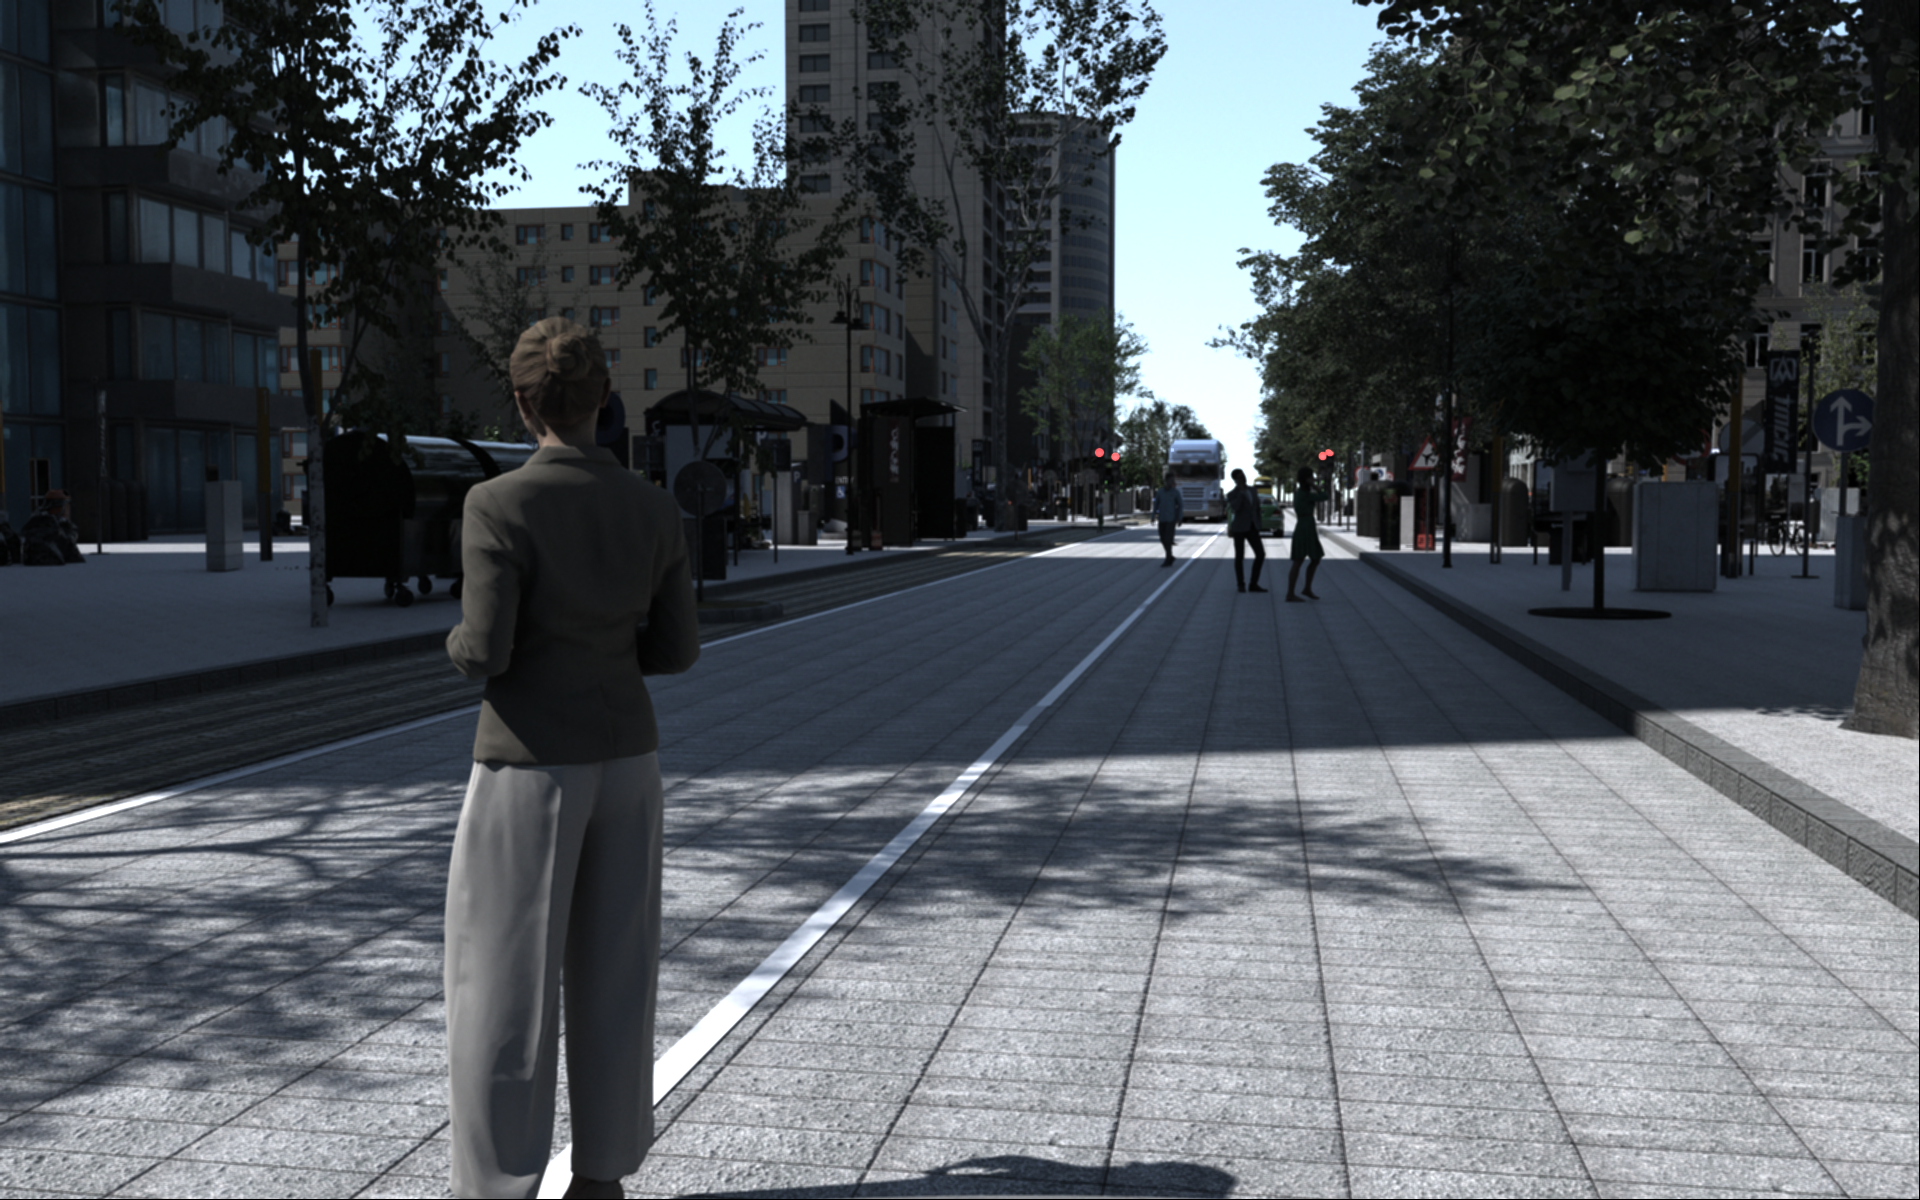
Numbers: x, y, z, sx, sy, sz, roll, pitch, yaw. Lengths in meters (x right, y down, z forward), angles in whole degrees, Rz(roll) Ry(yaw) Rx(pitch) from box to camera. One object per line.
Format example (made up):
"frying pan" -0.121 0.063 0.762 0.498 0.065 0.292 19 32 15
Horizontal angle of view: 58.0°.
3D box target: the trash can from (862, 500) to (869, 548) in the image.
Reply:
"trash can" -2.197 -1.802 41.116 0.748 1.137 0.748 0 3 0

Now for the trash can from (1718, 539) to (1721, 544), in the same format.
"trash can" 19.564 -1.985 44.110 0.748 1.137 0.748 0 3 0

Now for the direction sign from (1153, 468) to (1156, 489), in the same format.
"direction sign" 17.241 -9.876 153.467 0.379 3.537 0.876 0 4 -7

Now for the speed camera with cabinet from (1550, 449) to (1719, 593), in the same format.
"speed camera with cabinet" 8.915 -1.749 22.931 2.038 3.252 0.660 1 4 14

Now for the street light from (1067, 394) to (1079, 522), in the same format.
"street light" 5.237 -6.559 80.030 0.468 5.910 1.993 1 4 10

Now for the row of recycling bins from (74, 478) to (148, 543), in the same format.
"row of recycling bins" -22.792 -2.418 46.653 1.069 1.692 3.534 0 4 -6

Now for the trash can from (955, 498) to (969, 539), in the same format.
"trash can" -0.113 -2.327 49.692 0.748 1.137 0.748 0 3 0

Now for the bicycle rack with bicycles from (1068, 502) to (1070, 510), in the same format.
"bicycle rack with bicycles" 9.806 -7.532 136.535 2.852 0.926 2.925 0 4 -8

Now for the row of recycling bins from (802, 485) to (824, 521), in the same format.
"row of recycling bins" -7.656 -4.635 82.890 3.534 1.692 1.069 3 5 44

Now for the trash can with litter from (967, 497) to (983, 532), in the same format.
"trash can with litter" 0.384 -2.952 59.654 0.624 1.170 1.055 1 4 15

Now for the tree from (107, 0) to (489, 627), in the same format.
"tree" -5.960 -4.046 16.518 4.737 8.622 4.395 0 3 0

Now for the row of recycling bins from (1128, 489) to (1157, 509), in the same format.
"row of recycling bins" 15.306 -8.454 145.338 1.069 1.692 3.534 3 5 43

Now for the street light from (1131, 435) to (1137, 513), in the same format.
"street light" 11.834 -8.923 118.684 0.468 5.910 1.993 1 4 10

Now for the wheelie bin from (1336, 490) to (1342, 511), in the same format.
"wheelie bin" 27.924 -7.368 128.373 0.693 1.594 0.980 3 4 36

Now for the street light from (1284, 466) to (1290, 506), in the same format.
"street light" 35.774 -13.165 188.040 0.468 5.910 1.993 1 4 10

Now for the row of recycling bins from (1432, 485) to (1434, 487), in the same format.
"row of recycling bins" 17.586 -3.660 66.961 3.534 1.692 1.069 0 4 1

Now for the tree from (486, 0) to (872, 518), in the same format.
"tree" -3.809 -4.658 26.525 4.737 8.622 4.395 0 3 0

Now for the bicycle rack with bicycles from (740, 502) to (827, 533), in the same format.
"bicycle rack with bicycles" -5.446 -2.658 56.847 2.925 0.926 2.852 0 4 3

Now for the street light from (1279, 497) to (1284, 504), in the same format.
"street light" 42.419 -15.529 226.685 0.468 5.910 1.993 1 4 10

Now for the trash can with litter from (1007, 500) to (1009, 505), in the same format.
"trash can with litter" 2.144 -4.279 81.353 0.624 1.170 1.055 -2 4 -24

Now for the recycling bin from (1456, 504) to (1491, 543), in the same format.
"recycling bin" 13.668 -2.046 46.008 0.722 1.027 0.722 -1 4 -17

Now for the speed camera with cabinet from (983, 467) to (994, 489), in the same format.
"speed camera with cabinet" 2.658 -8.066 126.221 2.038 3.252 0.660 -2 4 -26

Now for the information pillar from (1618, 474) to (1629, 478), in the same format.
"information pillar" 24.779 -3.687 64.770 0.304 2.012 0.304 -2 4 -24

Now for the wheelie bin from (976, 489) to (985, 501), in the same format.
"wheelie bin" 1.461 -6.306 111.004 0.693 1.594 0.980 2 4 32

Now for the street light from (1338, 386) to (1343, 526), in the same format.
"street light" 15.116 -5.869 68.753 0.468 5.910 1.993 1 4 10

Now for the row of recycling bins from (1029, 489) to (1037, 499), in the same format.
"row of recycling bins" 5.911 -7.866 135.716 3.534 1.692 1.069 -2 4 -27

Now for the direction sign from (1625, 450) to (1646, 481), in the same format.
"direction sign" 29.253 -5.078 75.015 0.876 3.537 0.379 2 4 29

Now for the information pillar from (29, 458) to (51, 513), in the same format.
"information pillar" -18.830 -1.896 35.491 0.304 2.012 0.304 3 5 42

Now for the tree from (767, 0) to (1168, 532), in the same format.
"tree" 0.336 -12.419 58.946 12.611 20.169 13.585 0 3 0

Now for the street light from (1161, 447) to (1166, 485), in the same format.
"street light" 18.186 -11.156 155.186 0.468 5.910 1.993 1 4 10

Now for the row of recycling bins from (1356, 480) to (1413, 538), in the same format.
"row of recycling bins" 12.512 -2.691 51.106 1.069 1.692 3.534 0 4 -3

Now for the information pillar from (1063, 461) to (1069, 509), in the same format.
"information pillar" 7.358 -8.045 122.895 0.183 3.616 0.504 -1 4 -16

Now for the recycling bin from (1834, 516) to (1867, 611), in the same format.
"recycling bin" 10.238 -0.414 19.319 0.722 1.027 0.722 1 4 13

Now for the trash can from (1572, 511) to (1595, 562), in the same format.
"trash can" 11.684 -1.286 32.686 0.748 1.137 0.748 0 3 0

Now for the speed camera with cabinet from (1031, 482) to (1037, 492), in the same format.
"speed camera with cabinet" 5.584 -9.103 143.161 0.660 3.252 2.038 -3 4 -38

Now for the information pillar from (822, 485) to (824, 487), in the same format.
"information pillar" -7.327 -6.268 93.839 0.183 3.616 0.504 -3 4 -38

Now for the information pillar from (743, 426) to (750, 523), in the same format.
"information pillar" -7.091 -4.052 57.610 0.183 3.616 0.504 1 4 9

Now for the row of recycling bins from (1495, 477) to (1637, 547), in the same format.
"row of recycling bins" 14.753 -2.139 42.090 3.534 1.692 1.069 0 4 1

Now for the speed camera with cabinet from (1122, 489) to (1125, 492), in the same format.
"speed camera with cabinet" 11.341 -8.178 128.041 2.038 3.252 0.660 -2 4 -33

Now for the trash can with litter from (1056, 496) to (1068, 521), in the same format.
"trash can with litter" 4.735 -4.285 81.449 0.624 1.170 1.055 -1 4 -10

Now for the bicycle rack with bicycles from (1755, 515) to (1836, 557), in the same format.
"bicycle rack with bicycles" 17.711 -1.349 35.431 2.852 0.926 2.925 3 5 43

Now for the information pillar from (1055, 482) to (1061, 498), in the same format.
"information pillar" 5.815 -5.986 102.356 0.304 2.012 0.304 1 4 15

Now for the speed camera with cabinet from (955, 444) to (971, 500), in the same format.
"speed camera with cabinet" -0.502 -4.525 68.326 0.660 3.252 2.038 -2 4 -32

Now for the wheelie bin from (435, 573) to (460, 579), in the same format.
"wheelie bin" -7.670 -1.135 26.472 0.980 1.594 0.693 2 4 23

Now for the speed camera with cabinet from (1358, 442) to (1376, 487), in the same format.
"speed camera with cabinet" 15.366 -4.307 64.749 0.660 3.252 2.038 0 4 2

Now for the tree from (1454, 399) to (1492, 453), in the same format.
"tree" 29.118 -8.816 94.507 4.737 8.622 4.395 0 3 0

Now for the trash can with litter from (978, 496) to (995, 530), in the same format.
"trash can with litter" 0.653 -3.113 61.947 2.233 1.210 1.678 0 4 1

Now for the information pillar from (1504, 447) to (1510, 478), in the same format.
"information pillar" 26.474 -5.667 84.011 0.504 3.616 0.183 -2 4 -35

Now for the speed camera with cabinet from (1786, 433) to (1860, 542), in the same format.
"speed camera with cabinet" 23.143 -3.206 46.762 2.038 3.252 0.660 0 4 1

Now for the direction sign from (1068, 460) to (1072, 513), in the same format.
"direction sign" 7.390 -7.533 115.166 0.379 3.537 0.876 2 4 32

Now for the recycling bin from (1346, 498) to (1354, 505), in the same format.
"recycling bin" 24.793 -5.920 109.341 0.722 1.027 0.722 0 4 0

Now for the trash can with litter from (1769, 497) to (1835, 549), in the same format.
"trash can with litter" 20.165 -1.835 41.066 1.678 1.210 2.233 1 4 22

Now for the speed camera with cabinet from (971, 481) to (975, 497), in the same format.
"speed camera with cabinet" 0.453 -7.327 114.129 0.660 3.252 2.038 1 4 14

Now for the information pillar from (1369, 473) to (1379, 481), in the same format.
"information pillar" 14.216 -3.365 59.506 0.304 2.012 0.304 1 4 9

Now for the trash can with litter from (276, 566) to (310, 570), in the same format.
"trash can with litter" -10.495 -1.122 29.398 1.678 1.210 2.233 -3 5 -40

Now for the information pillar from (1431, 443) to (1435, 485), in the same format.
"information pillar" 21.611 -5.409 79.797 0.504 3.616 0.183 0 4 3

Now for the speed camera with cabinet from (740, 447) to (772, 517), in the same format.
"speed camera with cabinet" -8.539 -4.813 73.023 2.038 3.252 0.660 -1 4 -13

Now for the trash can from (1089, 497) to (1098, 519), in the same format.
"trash can" 6.934 -4.791 89.994 0.748 1.137 0.748 0 3 0
